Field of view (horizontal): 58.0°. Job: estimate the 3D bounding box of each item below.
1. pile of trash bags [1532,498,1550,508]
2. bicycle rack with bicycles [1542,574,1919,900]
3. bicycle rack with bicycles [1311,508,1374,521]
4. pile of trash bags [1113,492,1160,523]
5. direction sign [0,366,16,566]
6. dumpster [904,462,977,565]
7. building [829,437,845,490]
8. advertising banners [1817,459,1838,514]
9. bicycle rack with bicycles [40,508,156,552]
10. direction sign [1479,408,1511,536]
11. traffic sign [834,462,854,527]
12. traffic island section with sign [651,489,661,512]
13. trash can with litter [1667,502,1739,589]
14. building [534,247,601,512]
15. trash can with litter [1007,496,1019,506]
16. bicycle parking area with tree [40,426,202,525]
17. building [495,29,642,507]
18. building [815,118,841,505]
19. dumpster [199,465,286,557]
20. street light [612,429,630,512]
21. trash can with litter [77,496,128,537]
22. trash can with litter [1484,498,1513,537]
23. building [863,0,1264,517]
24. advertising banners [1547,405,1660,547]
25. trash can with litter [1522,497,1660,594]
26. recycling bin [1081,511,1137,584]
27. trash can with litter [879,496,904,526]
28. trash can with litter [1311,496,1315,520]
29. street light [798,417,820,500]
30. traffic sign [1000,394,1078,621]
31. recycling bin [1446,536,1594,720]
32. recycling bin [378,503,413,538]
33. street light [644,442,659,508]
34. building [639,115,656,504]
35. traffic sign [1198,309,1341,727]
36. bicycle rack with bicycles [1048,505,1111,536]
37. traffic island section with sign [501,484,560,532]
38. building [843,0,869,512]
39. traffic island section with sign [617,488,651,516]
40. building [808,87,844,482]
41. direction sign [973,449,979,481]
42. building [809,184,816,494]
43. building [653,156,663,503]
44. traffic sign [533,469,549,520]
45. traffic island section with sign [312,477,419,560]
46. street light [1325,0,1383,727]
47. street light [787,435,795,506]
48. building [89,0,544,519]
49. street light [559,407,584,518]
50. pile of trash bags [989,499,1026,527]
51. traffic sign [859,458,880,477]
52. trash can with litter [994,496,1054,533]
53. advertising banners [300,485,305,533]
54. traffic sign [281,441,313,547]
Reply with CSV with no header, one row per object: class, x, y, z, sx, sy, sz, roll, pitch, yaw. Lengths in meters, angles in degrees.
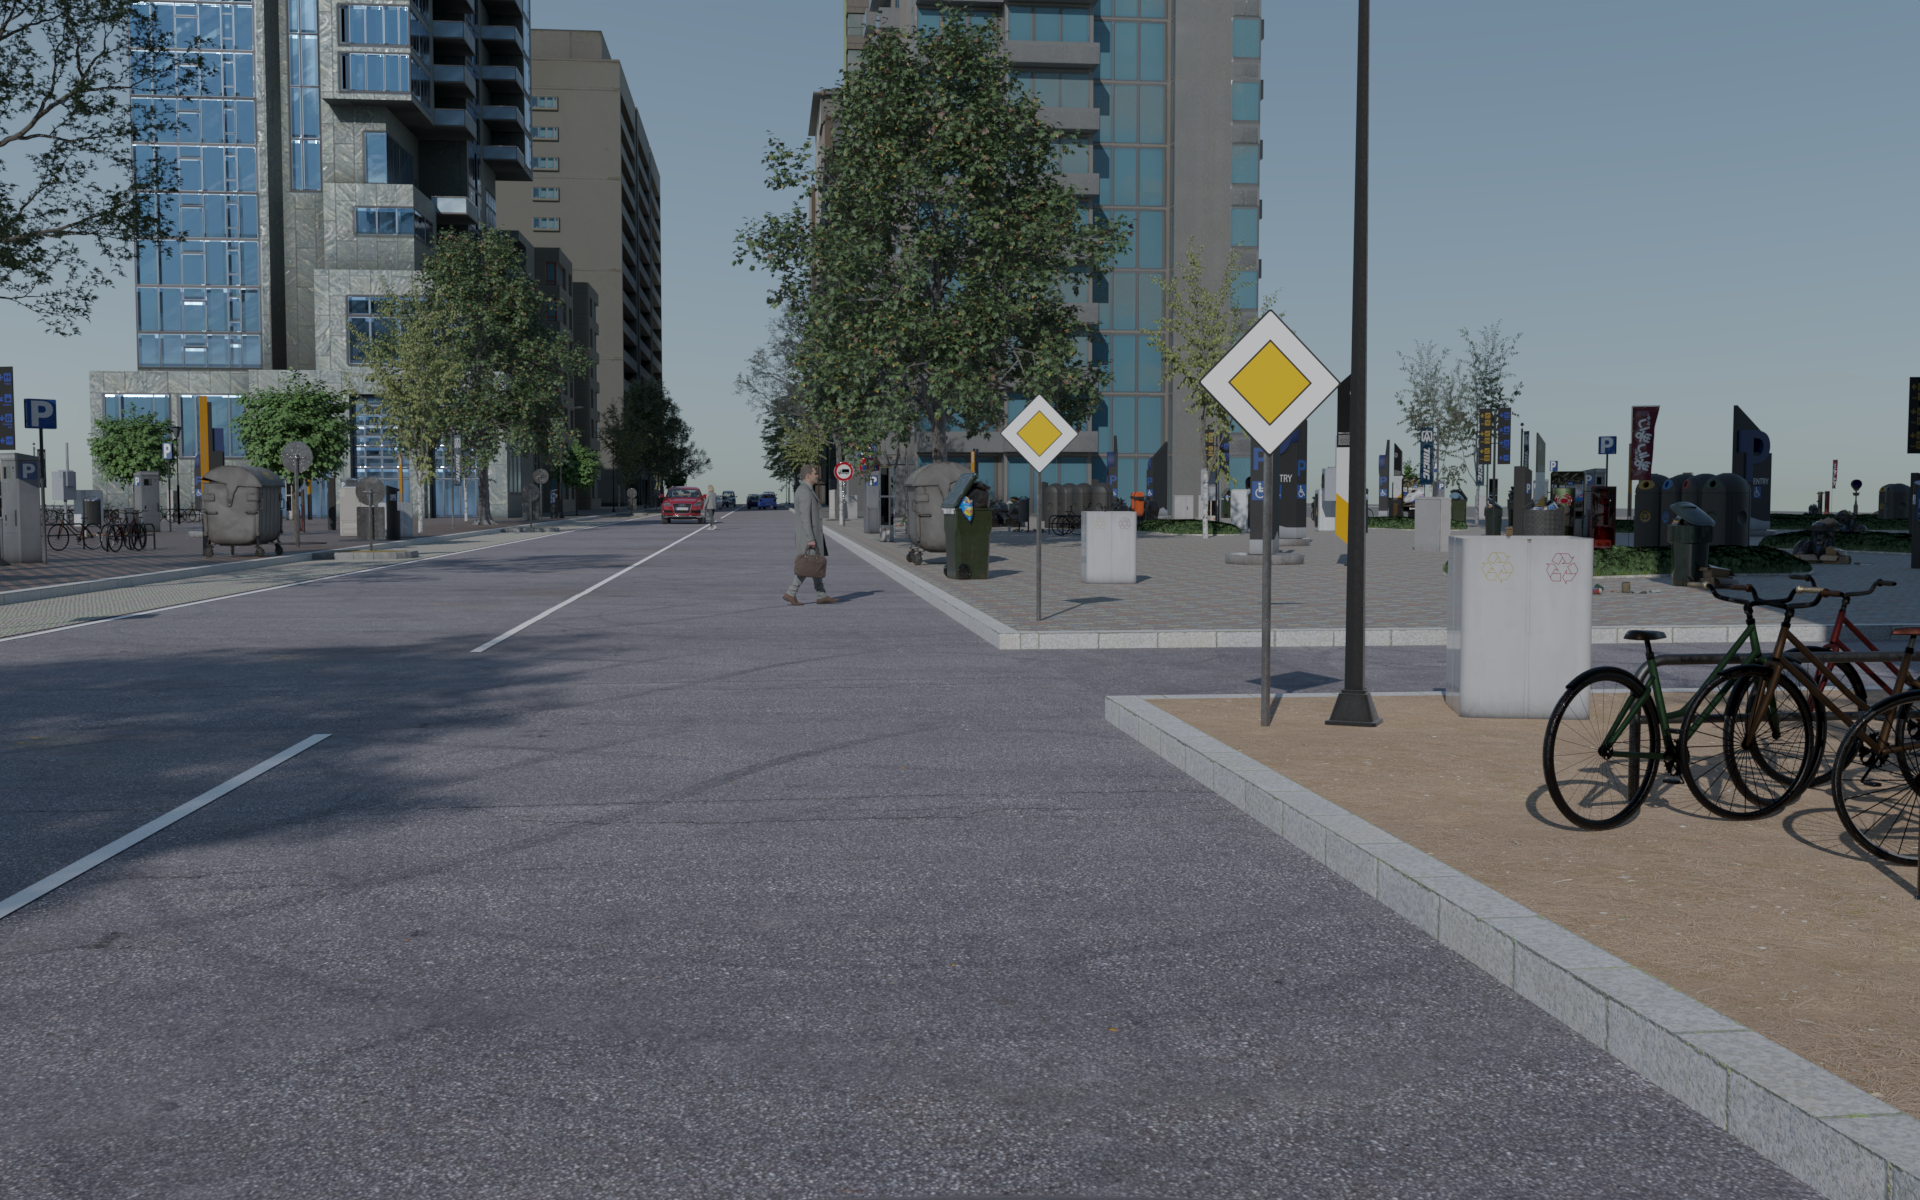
pile of trash bags,27.956,-4.483,83.057,1.912,1.369,3.447,0,4,-7
bicycle rack with bicycles,3.624,0.418,6.556,2.925,0.926,2.852,0,4,-7
bicycle rack with bicycles,17.584,-4.068,79.889,2.925,0.926,2.852,0,4,7
pile of trash bags,6.824,-3.524,67.375,1.912,1.369,3.447,0,4,-1
direction sign,-17.197,-2.378,30.882,0.876,3.537,0.379,1,4,16
dumpster,-0.335,-1.592,31.781,1.264,1.857,1.865,0,4,-7
building,-7.389,-25.503,188.677,14.160,30.474,14.107,0,4,-6
advertising banners,44.344,-5.649,88.555,0.090,3.025,2.074,0,4,2
bicycle rack with bicycles,-19.427,-1.588,39.340,2.852,0.926,2.925,1,4,9
direction sign,14.085,-3.283,45.671,0.876,3.537,0.379,3,5,43
traffic sign,-4.582,-4.178,68.418,0.768,2.556,0.104,0,4,0
traffic island section with sign,-24.813,-8.161,142.067,1.989,1.847,2.006,0,4,-6
trash can with litter,10.295,-0.765,23.901,0.624,1.170,1.055,-1,4,-22
building,-43.416,-17.703,134.475,27.650,21.520,28.899,0,4,-6
trash can with litter,2.731,-4.347,82.465,0.624,1.170,1.055,2,4,33
bicycle parking area with tree,-35.013,-5.386,75.057,9.016,4.147,8.231,-2,4,-30
building,-46.078,-34.334,185.057,21.300,48.544,21.600,0,4,-6
building,-9.071,-33.793,202.632,14.600,45.320,14.200,0,4,-6
dumpster,-14.800,-1.835,35.754,1.264,1.857,1.865,0,4,-6
street light,-24.167,-9.231,123.474,1.470,5.913,1.316,0,4,-6
trash can with litter,-26.107,-2.564,52.987,1.678,1.210,2.233,3,4,37
trash can with litter,16.417,-2.513,52.469,1.055,1.170,0.624,2,4,24
building,5.518,-29.899,108.450,23.786,49.044,30.456,0,4,-6
advertising banners,12.815,-2.346,34.552,2.074,3.025,0.090,1,4,22
trash can with litter,7.995,-0.699,22.485,2.233,1.210,1.678,0,4,7
recycling bin,2.147,-0.764,25.038,0.722,1.027,0.722,0,4,-3
trash can with litter,-2.743,-3.517,68.565,2.233,1.210,1.678,-3,5,-42
trash can with litter,17.803,-4.518,85.258,0.624,1.170,1.055,-3,4,-36
street light,-9.112,-8.100,104.980,1.470,5.913,1.316,0,4,-6
traffic sign,0.793,-0.844,17.449,0.795,2.450,0.064,0,4,-6
recycling bin,3.279,0.144,10.198,0.722,1.027,0.722,1,4,8
recycling bin,-16.685,-2.365,51.228,0.722,1.027,0.722,2,4,32
street light,-27.672,-11.161,155.027,1.470,5.913,1.316,0,4,-6
building,-48.307,-35.645,206.502,21.300,48.544,21.600,0,4,-6
traffic sign,1.685,-0.359,9.514,0.795,2.450,0.064,0,4,-6
bicycle rack with bicycles,4.056,-2.512,54.451,2.925,0.926,2.852,-1,4,-10
traffic island section with sign,-16.183,-3.469,65.344,1.989,1.847,2.006,0,4,-6
building,-1.809,-27.357,130.878,14.154,41.232,14.086,0,4,-6
traffic island section with sign,-21.794,-6.523,115.281,1.989,1.847,2.006,0,4,-6
building,-4.793,-38.813,223.823,28.713,52.752,27.495,0,4,-6
direction sign,0.785,-5.782,86.529,0.379,3.537,0.876,1,4,17
building,-14.127,-36.347,244.378,14.600,45.320,14.200,0,4,-6
building,-50.777,-37.000,228.648,21.300,48.544,21.600,0,4,-6
traffic sign,-20.988,-5.299,86.749,0.768,2.556,0.104,0,4,-4
traffic island section with sign,-13.177,-1.830,38.556,1.989,1.847,2.006,0,4,-6
street light,1.668,-2.258,9.463,1.470,5.913,1.316,0,4,-6
street light,-12.707,-10.029,136.522,1.470,5.913,1.316,0,4,-6
building,-36.746,-48.346,103.127,22.319,86.520,31.000,0,4,-6
street light,-20.626,-7.302,91.925,1.470,5.913,1.316,0,4,-6
pile of trash bags,0.719,-3.500,66.970,3.447,1.369,1.912,-1,4,-23
traffic sign,-3.023,-3.559,58.302,0.768,2.556,0.104,0,4,-5
trash can with litter,2.283,-2.859,57.801,1.678,1.210,2.233,-2,4,-35
advertising banners,-21.931,-3.769,57.806,0.090,3.025,2.074,-2,4,-24
traffic sign,-15.931,-2.539,41.612,0.768,2.556,0.104,0,4,1
